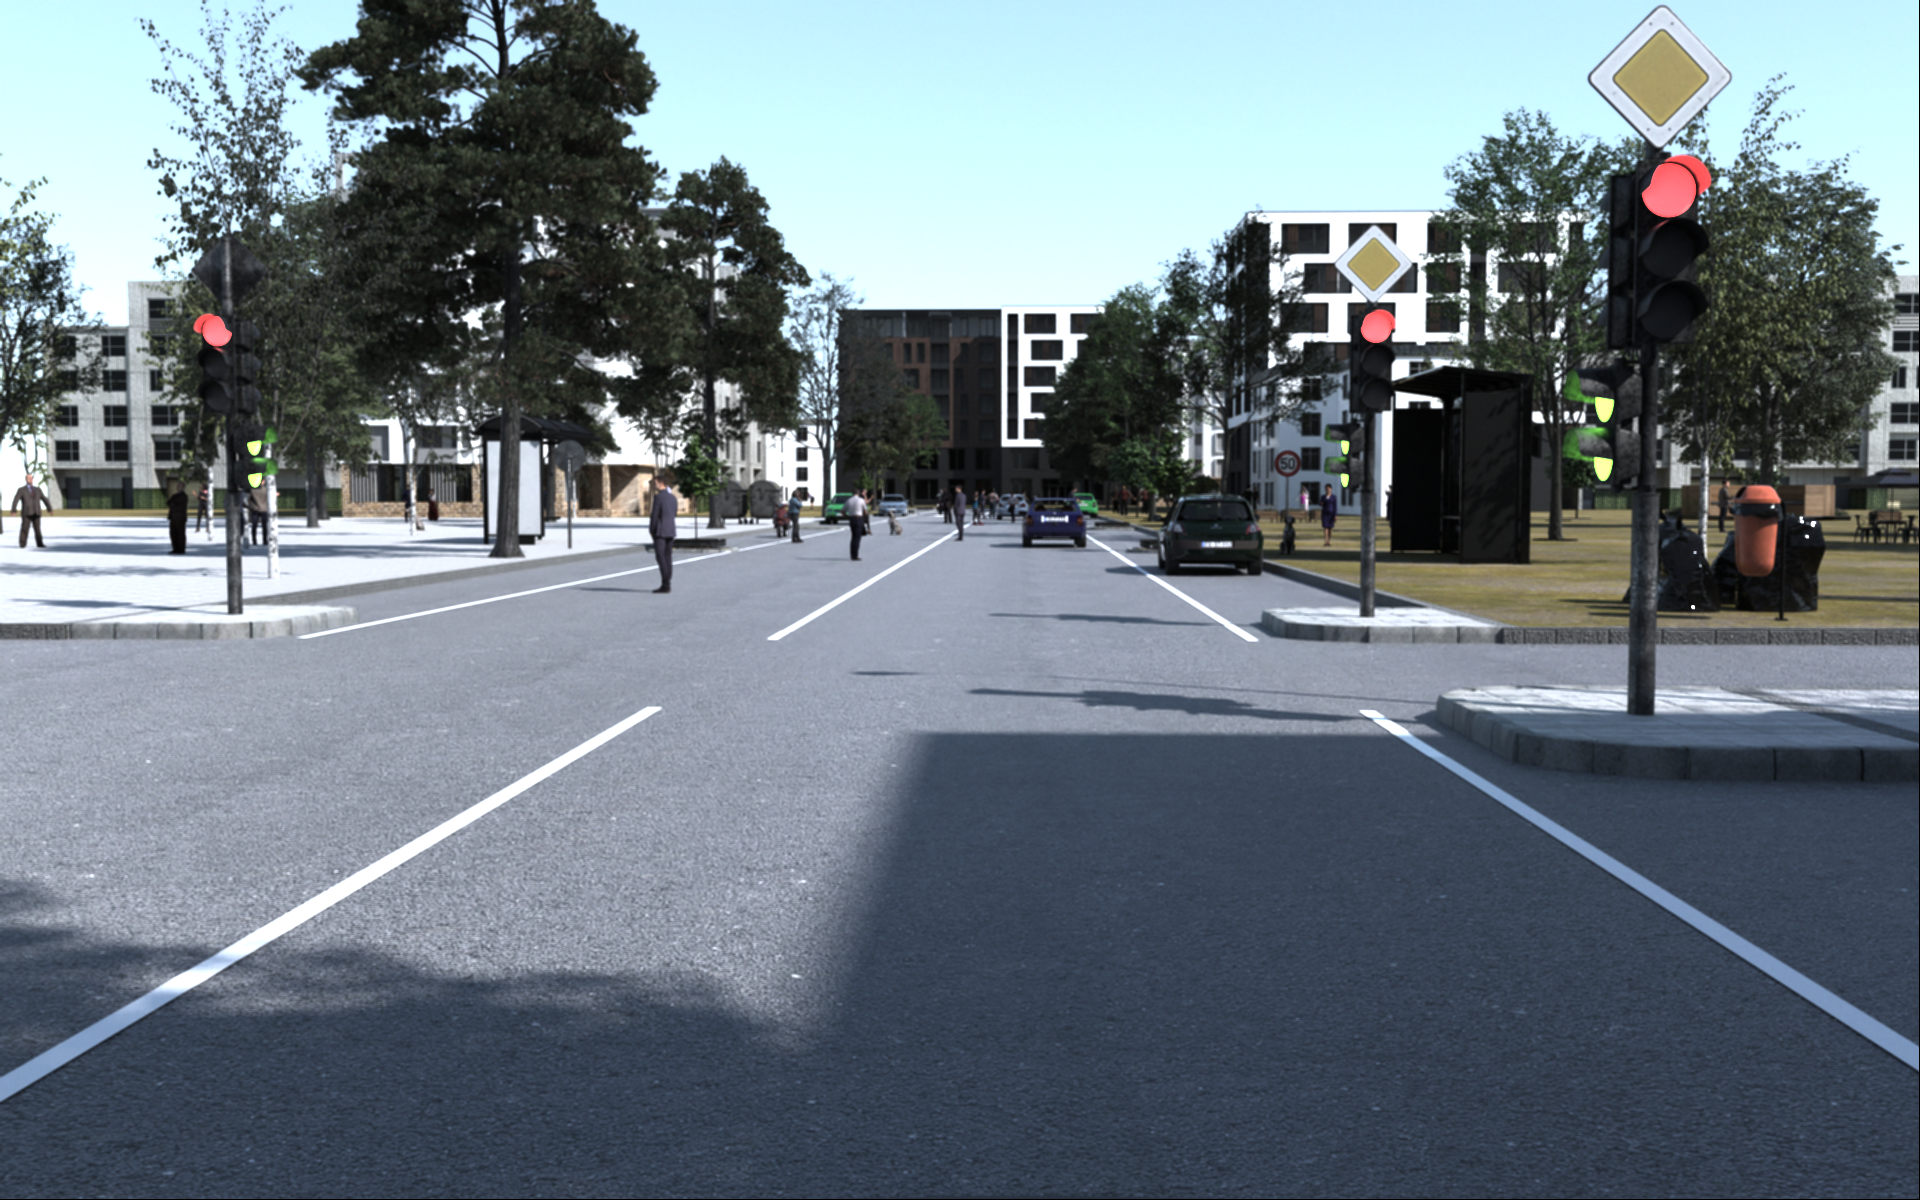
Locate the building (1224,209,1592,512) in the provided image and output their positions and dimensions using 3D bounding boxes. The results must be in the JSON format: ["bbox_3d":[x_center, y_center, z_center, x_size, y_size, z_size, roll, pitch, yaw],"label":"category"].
[{"bbox_3d":[35.274,-18.177,141.166,27.936,21.610,32.646,0,4,2],"label":"building"}]

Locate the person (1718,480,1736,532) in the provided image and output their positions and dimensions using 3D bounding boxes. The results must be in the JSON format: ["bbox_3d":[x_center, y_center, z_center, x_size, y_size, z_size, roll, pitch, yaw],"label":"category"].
[{"bbox_3d":[25.763,-3.144,57.974,0.750,1.759,0.617,2,4,25],"label":"person"}]

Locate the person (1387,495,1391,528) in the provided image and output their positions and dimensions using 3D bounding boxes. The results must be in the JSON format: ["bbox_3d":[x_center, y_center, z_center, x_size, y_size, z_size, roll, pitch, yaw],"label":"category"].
[{"bbox_3d":[10.642,-2.067,42.214,0.453,1.535,0.546,1,4,12],"label":"person"}]

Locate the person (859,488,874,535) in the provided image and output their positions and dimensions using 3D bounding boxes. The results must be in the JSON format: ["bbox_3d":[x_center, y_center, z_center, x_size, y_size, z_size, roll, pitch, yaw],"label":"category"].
[{"bbox_3d":[-3.329,-3.128,61.108,0.593,1.643,0.415,0,4,1],"label":"person"}]

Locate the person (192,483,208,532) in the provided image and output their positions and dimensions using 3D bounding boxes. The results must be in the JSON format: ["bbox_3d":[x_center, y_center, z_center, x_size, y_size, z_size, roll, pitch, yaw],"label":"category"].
[{"bbox_3d":[-25.371,-3.085,57.960,0.593,1.643,0.415,-2,4,-31],"label":"person"}]

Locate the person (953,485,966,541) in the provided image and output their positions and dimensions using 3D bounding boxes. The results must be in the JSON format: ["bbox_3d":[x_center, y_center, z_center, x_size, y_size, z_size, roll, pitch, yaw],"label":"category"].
[{"bbox_3d":[-0.009,-2.692,53.435,0.541,1.710,0.530,-3,5,-43],"label":"person"}]

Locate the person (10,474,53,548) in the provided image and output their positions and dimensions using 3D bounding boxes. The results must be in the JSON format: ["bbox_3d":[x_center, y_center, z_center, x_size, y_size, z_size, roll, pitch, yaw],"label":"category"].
[{"bbox_3d":[-22.183,-2.130,41.418,0.434,1.755,0.990,3,5,41],"label":"person"}]

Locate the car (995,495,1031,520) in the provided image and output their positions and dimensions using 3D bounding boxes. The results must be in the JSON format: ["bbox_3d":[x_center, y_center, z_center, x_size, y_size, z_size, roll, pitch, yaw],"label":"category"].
[{"bbox_3d":[2.952,-5.197,96.968,2.014,1.417,4.499,0,4,3],"label":"car"}]

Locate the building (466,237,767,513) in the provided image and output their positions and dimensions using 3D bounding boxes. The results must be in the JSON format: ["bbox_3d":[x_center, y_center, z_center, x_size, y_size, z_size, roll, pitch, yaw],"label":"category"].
[{"bbox_3d":[-25.649,-16.364,134.011,16.747,18.905,31.486,0,4,2],"label":"building"}]

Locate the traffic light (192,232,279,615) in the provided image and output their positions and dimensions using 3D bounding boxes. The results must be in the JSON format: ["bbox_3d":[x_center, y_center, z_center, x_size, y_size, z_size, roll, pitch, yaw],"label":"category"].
[{"bbox_3d":[-7.721,-1.782,18.376,0.839,4.213,0.868,0,4,2],"label":"traffic light"}]

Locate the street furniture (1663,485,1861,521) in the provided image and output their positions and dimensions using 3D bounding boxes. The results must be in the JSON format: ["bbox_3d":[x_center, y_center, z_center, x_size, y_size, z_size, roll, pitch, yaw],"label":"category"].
[{"bbox_3d":[40.505,-4.914,87.200,9.812,1.723,11.010,-1,4,-19],"label":"street furniture"}]

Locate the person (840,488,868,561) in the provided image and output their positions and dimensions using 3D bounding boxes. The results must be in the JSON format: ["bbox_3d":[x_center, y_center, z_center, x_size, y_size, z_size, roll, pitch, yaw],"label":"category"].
[{"bbox_3d":[-2.300,-1.644,37.585,0.614,1.554,0.590,1,4,19],"label":"person"}]

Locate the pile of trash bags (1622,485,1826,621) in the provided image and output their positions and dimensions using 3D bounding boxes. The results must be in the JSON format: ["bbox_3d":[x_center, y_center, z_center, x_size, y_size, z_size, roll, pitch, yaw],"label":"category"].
[{"bbox_3d":[8.460,-0.565,18.995,1.912,1.369,3.447,1,4,14],"label":"pile of trash bags"}]

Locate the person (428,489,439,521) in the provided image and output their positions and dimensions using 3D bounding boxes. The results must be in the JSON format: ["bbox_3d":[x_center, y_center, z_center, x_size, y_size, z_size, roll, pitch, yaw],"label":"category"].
[{"bbox_3d":[-25.269,-4.557,83.014,0.387,1.526,0.523,3,4,38],"label":"person"}]

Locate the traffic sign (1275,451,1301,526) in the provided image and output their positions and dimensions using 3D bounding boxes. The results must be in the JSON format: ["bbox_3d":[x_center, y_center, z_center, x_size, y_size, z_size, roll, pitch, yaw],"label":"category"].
[{"bbox_3d":[9.589,-3.098,50.759,0.768,2.556,0.104,0,4,2],"label":"traffic sign"}]

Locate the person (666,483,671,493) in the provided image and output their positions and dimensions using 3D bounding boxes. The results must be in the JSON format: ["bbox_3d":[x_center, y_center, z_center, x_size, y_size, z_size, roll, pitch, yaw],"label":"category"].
[{"bbox_3d":[-13.898,-4.623,81.493,0.599,1.838,0.709,-1,4,-14],"label":"person"}]

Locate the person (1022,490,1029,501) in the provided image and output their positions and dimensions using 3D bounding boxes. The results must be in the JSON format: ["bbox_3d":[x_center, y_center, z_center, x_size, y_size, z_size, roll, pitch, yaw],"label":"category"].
[{"bbox_3d":[4.599,-6.915,122.288,0.721,1.735,1.217,1,4,23],"label":"person"}]

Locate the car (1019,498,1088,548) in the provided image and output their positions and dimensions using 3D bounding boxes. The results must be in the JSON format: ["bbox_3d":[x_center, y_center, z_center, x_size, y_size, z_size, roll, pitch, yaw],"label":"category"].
[{"bbox_3d":[2.583,-2.152,47.765,1.945,1.354,3.894,0,4,2],"label":"car"}]

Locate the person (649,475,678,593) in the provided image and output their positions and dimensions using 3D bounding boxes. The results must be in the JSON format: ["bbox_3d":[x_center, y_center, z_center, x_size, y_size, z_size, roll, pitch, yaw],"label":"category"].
[{"bbox_3d":[-4.327,-0.970,25.277,0.530,1.710,0.541,3,5,40],"label":"person"}]

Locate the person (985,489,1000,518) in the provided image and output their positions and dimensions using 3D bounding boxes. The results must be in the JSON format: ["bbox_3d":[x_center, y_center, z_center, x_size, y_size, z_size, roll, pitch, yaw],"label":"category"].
[{"bbox_3d":[1.939,-5.719,102.716,1.217,1.736,0.721,2,4,30],"label":"person"}]

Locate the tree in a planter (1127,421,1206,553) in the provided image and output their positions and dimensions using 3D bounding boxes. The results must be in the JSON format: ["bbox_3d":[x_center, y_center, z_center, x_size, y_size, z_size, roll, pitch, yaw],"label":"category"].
[{"bbox_3d":[5.127,-2.778,42.642,1.991,3.239,1.994,0,4,2],"label":"tree in a planter"}]

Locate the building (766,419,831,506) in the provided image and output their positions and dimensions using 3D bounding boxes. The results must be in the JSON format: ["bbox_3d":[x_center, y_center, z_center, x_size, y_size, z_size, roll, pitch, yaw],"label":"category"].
[{"bbox_3d":[-28.781,-15.417,194.208,28.070,9.664,9.099,0,4,2],"label":"building"}]

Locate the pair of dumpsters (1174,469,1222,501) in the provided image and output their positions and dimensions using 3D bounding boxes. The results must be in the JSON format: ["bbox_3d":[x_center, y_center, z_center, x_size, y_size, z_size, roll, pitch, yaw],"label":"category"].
[{"bbox_3d":[9.464,-4.069,69.020,1.574,2.255,4.436,0,4,2],"label":"pair of dumpsters"}]

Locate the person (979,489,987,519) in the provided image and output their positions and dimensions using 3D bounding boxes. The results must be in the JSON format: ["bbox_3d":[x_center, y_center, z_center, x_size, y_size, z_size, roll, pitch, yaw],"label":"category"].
[{"bbox_3d":[1.329,-5.624,101.364,0.530,1.710,0.541,0,4,3],"label":"person"}]

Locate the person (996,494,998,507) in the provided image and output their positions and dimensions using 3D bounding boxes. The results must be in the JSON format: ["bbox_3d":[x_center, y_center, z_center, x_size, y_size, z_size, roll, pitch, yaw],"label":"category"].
[{"bbox_3d":[3.649,-9.555,167.945,0.599,1.433,0.991,2,4,24],"label":"person"}]

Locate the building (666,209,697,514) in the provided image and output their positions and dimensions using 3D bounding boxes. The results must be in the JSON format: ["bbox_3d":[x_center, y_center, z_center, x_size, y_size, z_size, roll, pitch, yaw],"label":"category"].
[{"bbox_3d":[-25.510,-15.666,112.563,16.016,20.091,11.380,0,4,2],"label":"building"}]

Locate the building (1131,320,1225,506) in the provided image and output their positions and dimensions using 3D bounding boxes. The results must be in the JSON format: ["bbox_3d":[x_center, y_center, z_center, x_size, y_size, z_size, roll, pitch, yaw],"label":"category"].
[{"bbox_3d":[25.149,-20.693,194.742,11.380,20.091,16.016,0,4,2],"label":"building"}]

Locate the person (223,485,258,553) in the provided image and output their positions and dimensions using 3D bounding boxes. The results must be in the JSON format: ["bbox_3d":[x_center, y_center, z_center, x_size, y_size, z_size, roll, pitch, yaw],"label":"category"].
[{"bbox_3d":[-15.620,-1.796,37.375,0.435,1.587,0.963,1,4,17],"label":"person"}]

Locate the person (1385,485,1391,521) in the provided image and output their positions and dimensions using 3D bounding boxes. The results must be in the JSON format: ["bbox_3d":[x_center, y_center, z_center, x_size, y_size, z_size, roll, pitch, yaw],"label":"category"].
[{"bbox_3d":[20.097,-4.528,80.875,0.445,1.727,0.742,2,4,31],"label":"person"}]

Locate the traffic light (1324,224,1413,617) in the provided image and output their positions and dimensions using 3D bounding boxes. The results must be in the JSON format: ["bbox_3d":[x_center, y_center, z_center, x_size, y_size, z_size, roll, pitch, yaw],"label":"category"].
[{"bbox_3d":[4.234,-1.757,17.976,0.839,4.213,0.868,0,4,2],"label":"traffic light"}]

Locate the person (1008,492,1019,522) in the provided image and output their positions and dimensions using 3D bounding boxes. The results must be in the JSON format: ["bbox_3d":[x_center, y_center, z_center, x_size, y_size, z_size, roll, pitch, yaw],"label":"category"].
[{"bbox_3d":[2.693,-4.699,87.535,0.614,1.554,0.590,2,4,30],"label":"person"}]

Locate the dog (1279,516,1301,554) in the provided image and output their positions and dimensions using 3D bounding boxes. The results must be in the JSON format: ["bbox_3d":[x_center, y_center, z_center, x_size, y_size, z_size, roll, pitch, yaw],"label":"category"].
[{"bbox_3d":[7.101,-1.384,37.014,0.513,0.831,0.800,3,5,43],"label":"dog"}]

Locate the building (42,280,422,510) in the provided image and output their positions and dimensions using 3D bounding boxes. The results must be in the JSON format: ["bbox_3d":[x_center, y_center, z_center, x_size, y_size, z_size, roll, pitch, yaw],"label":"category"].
[{"bbox_3d":[-60.112,-17.447,151.722,31.486,18.905,16.747,0,4,2],"label":"building"}]

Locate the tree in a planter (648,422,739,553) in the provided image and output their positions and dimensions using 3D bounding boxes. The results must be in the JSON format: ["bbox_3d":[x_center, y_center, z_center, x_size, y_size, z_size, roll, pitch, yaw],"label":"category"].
[{"bbox_3d":[-6.575,-2.802,43.040,1.991,3.239,1.994,0,4,2],"label":"tree in a planter"}]

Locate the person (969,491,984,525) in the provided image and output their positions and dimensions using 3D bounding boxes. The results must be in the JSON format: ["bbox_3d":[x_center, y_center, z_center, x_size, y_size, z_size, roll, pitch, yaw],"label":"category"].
[{"bbox_3d":[0.760,-4.261,80.041,0.662,1.594,0.647,-1,4,-15],"label":"person"}]

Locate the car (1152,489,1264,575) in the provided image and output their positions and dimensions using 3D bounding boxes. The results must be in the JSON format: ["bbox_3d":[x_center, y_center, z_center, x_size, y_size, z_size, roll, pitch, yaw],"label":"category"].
[{"bbox_3d":[4.587,-1.361,32.036,2.009,1.686,4.222,0,4,4],"label":"car"}]

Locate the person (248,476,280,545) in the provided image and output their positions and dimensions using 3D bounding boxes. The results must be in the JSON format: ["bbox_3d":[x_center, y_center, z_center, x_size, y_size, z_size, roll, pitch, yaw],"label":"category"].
[{"bbox_3d":[-17.673,-2.285,43.938,0.617,1.759,0.750,0,4,6],"label":"person"}]

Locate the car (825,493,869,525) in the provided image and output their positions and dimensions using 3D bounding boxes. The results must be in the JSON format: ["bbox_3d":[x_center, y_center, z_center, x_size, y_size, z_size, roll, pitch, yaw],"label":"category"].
[{"bbox_3d":[-5.379,-4.524,82.761,1.959,1.807,4.718,0,4,3],"label":"car"}]

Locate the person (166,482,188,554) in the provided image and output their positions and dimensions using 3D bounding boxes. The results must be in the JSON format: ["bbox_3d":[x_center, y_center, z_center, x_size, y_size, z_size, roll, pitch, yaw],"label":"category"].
[{"bbox_3d":[-16.761,-1.762,37.122,0.482,1.546,0.388,3,4,37],"label":"person"}]

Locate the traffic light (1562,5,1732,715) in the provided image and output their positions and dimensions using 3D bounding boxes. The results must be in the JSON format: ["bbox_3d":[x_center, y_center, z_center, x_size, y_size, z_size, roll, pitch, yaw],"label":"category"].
[{"bbox_3d":[3.955,-1.269,9.996,0.839,4.213,0.868,0,4,2],"label":"traffic light"}]

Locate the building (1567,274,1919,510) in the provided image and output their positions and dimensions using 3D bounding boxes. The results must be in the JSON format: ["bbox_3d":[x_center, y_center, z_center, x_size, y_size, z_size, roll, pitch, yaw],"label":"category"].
[{"bbox_3d":[66.396,-17.238,148.300,31.486,18.905,16.747,0,4,2],"label":"building"}]

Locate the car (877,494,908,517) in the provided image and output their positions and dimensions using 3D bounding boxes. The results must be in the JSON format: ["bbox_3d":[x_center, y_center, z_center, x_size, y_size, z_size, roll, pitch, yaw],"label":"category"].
[{"bbox_3d":[-4.312,-6.117,112.013,2.014,1.417,4.499,0,4,1],"label":"car"}]

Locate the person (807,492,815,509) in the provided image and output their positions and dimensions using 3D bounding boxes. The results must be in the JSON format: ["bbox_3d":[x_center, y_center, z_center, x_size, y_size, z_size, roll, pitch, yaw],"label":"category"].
[{"bbox_3d":[-13.045,-8.679,151.176,0.697,1.427,0.421,0,4,4],"label":"person"}]

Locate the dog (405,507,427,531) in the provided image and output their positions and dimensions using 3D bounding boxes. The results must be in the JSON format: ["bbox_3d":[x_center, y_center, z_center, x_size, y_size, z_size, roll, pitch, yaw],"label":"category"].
[{"bbox_3d":[-18.938,-2.828,60.613,0.800,0.831,0.513,1,4,11],"label":"dog"}]

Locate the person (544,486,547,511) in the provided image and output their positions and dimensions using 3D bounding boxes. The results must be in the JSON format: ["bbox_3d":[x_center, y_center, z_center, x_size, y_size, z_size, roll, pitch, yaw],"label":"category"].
[{"bbox_3d":[-21.070,-4.935,87.439,0.576,1.737,0.504,1,4,13],"label":"person"}]

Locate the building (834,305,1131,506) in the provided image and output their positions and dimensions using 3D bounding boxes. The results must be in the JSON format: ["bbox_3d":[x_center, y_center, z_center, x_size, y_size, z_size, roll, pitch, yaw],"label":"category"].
[{"bbox_3d":[2.792,-21.877,201.670,32.646,21.610,27.936,0,4,2],"label":"building"}]

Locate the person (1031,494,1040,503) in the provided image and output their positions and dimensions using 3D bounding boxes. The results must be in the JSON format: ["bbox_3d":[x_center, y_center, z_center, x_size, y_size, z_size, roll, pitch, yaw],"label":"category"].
[{"bbox_3d":[6.594,-8.526,151.092,0.799,1.438,0.628,-2,4,-31],"label":"person"}]

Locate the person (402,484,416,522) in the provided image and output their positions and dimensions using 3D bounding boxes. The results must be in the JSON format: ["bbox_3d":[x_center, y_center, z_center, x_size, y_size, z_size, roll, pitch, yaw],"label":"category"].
[{"bbox_3d":[-24.988,-4.397,78.635,0.576,1.737,0.504,-3,5,-43],"label":"person"}]

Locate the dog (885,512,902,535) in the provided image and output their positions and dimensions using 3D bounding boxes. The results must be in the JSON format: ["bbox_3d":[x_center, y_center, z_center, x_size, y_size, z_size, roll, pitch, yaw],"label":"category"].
[{"bbox_3d":[-2.262,-2.688,60.781,0.513,0.831,0.800,-1,4,-21],"label":"dog"}]

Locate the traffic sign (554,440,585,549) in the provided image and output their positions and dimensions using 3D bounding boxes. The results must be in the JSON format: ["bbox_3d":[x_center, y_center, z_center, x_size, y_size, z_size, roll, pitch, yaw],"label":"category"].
[{"bbox_3d":[-9.183,-2.482,40.691,0.768,2.556,0.104,1,4,9],"label":"traffic sign"}]

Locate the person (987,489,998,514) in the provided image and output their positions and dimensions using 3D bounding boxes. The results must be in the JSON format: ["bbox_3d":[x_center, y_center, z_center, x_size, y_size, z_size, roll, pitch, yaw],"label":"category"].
[{"bbox_3d":[2.401,-7.140,125.317,0.705,1.814,1.350,-2,4,-34],"label":"person"}]

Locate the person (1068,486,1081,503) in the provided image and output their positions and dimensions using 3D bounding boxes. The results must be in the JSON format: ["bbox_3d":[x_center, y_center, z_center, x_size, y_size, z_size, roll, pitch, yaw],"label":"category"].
[{"bbox_3d":[5.079,-4.137,76.588,0.568,1.767,0.683,-1,4,-10],"label":"person"}]

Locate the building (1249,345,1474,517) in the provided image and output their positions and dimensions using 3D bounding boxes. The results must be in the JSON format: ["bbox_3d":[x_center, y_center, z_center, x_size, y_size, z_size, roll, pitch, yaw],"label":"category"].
[{"bbox_3d":[24.977,-10.361,111.548,9.099,9.664,28.070,0,4,2],"label":"building"}]

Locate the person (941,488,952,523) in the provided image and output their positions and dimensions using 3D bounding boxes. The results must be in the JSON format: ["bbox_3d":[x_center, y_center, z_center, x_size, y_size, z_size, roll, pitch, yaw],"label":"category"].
[{"bbox_3d":[-0.660,-4.659,85.365,0.565,1.739,0.600,0,4,-4],"label":"person"}]

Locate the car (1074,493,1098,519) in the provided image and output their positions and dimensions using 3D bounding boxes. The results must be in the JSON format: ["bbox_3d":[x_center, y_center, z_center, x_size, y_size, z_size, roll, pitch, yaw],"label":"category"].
[{"bbox_3d":[7.096,-5.673,101.547,1.959,1.807,4.718,0,4,1],"label":"car"}]

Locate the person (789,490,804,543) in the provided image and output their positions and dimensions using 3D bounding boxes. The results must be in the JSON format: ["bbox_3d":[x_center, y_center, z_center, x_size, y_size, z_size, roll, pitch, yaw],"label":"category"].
[{"bbox_3d":[-4.801,-2.438,50.571,0.429,1.552,0.499,0,4,2],"label":"person"}]

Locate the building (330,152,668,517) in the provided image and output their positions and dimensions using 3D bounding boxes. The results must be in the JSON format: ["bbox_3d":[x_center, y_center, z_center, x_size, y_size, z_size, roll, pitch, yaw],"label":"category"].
[{"bbox_3d":[-26.327,-14.930,100.522,16.016,20.091,11.380,0,4,2],"label":"building"}]

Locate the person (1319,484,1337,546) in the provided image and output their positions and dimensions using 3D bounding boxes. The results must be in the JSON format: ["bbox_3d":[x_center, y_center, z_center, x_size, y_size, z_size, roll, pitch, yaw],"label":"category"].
[{"bbox_3d":[9.058,-2.091,42.594,0.453,1.535,0.546,0,4,0],"label":"person"}]
